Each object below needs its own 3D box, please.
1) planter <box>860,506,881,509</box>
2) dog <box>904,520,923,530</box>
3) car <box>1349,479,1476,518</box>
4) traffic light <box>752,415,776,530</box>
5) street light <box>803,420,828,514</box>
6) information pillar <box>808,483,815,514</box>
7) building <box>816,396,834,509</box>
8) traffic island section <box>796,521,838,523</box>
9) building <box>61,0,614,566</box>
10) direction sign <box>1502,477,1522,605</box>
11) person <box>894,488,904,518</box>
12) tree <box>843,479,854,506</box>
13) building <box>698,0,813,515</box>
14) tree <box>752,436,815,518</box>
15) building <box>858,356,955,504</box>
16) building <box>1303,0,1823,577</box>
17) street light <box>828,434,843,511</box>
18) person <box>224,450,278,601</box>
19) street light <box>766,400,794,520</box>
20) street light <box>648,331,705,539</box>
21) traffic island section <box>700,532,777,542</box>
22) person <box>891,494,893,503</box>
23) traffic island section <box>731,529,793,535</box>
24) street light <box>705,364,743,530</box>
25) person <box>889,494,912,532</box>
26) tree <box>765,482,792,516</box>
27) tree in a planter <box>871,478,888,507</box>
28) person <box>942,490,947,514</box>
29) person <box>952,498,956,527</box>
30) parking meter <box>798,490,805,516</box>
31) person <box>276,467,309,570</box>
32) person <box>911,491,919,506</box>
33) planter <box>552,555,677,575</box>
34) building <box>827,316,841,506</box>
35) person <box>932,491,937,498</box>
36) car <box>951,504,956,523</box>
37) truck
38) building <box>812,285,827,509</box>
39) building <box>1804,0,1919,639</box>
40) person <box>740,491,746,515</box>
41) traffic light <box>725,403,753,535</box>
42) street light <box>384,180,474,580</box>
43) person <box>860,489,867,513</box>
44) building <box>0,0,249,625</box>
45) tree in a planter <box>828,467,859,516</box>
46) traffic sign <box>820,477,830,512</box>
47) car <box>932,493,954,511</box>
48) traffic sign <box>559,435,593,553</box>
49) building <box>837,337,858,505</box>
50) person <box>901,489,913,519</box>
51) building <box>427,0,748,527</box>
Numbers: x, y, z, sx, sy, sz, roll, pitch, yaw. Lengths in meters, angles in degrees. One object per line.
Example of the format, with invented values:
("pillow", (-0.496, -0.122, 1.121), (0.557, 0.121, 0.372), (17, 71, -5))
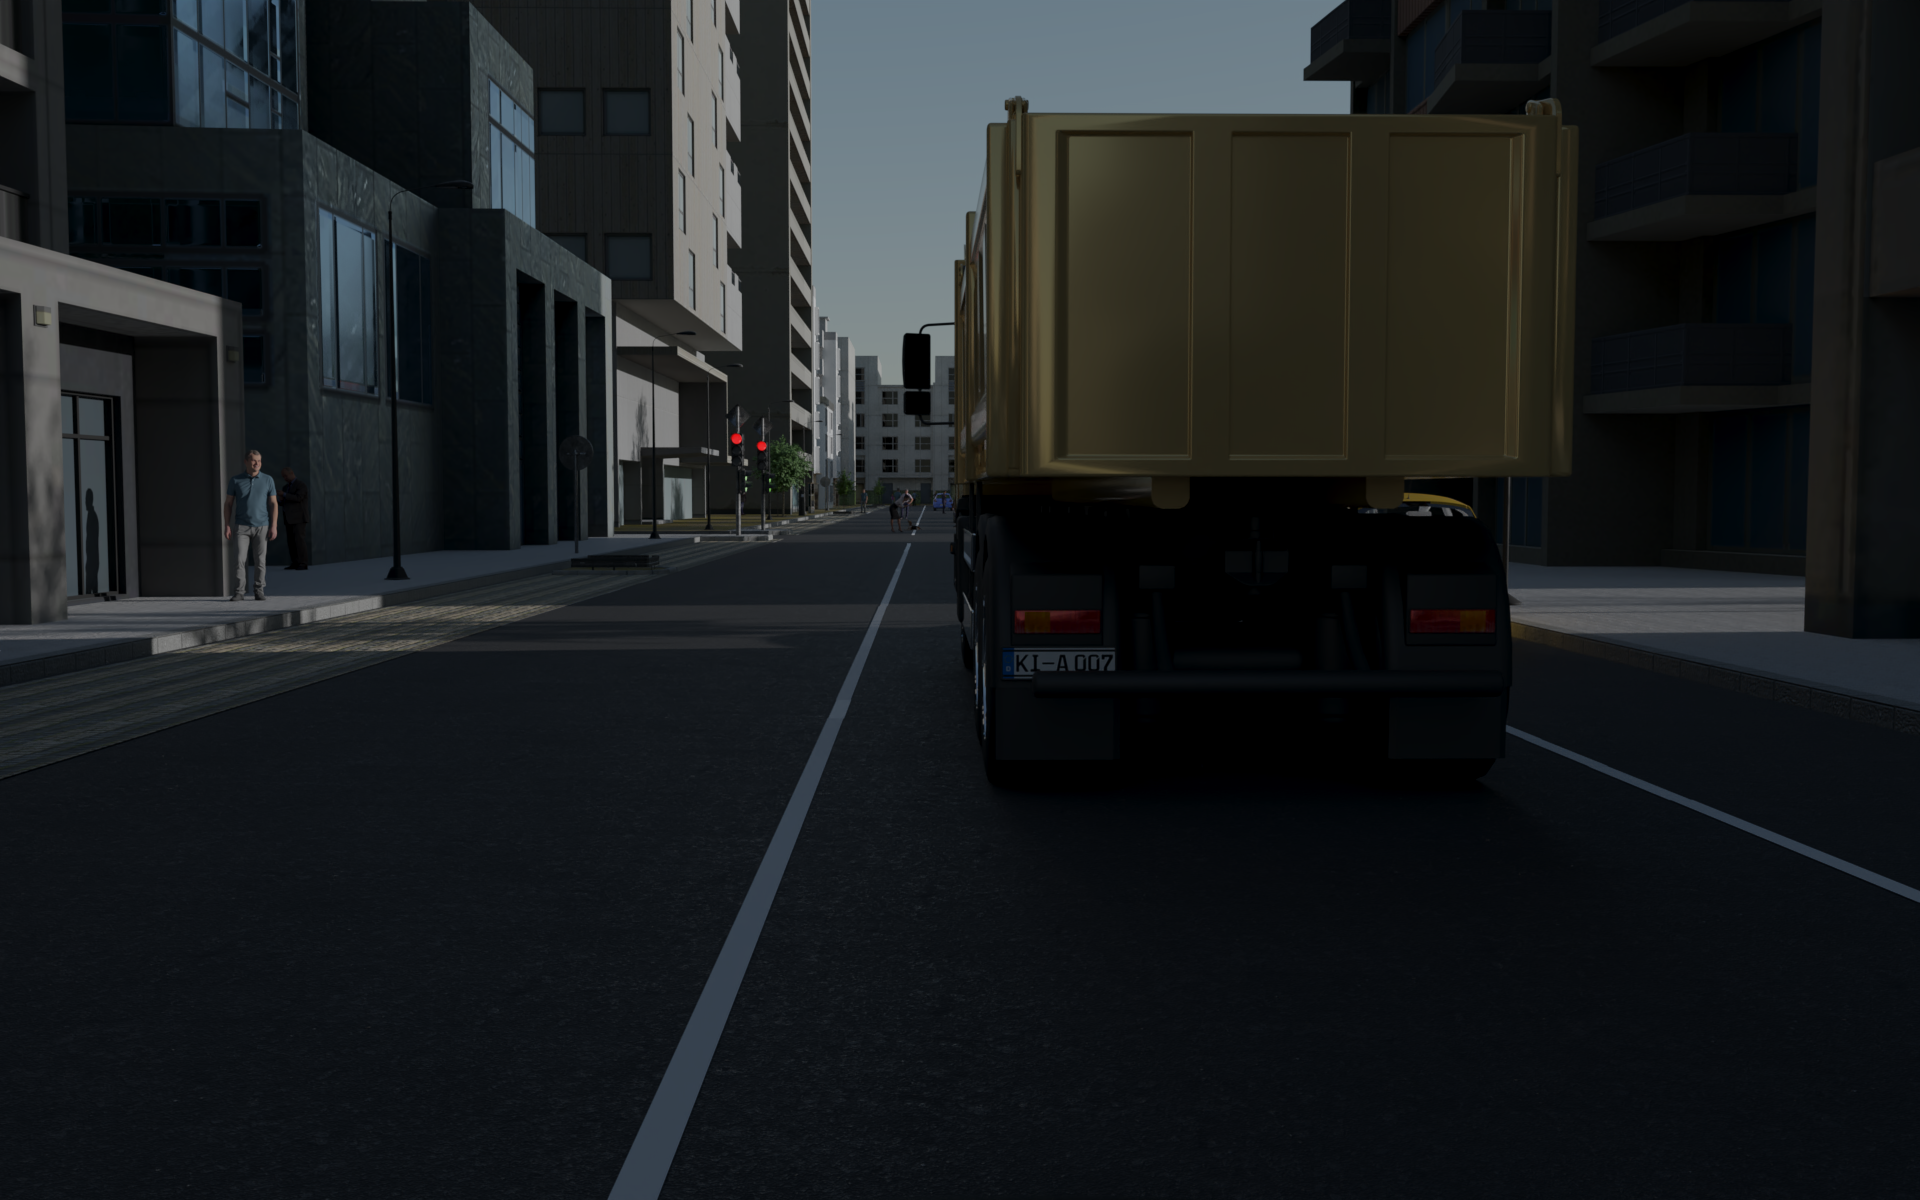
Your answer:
("planter", (-8.458, -8.708, 163.507), (1.991, 0.319, 1.994), (0, 4, -1))
("dog", (-1.813, -2.965, 68.670), (0.748, 0.427, 0.550), (2, 4, 23))
("car", (4.335, -0.484, 18.137), (2.015, 1.641, 3.980), (0, 4, -1))
("traffic light", (-6.993, -4.444, 61.582), (0.839, 4.253, 0.868), (0, 4, -1))
("street light", (-9.297, -8.358, 109.193), (1.470, 5.913, 1.316), (0, 4, -1))
("information pillar", (-9.792, -6.703, 114.080), (0.304, 2.012, 0.304), (-3, 5, -44))
("building", (-16.344, -13.491, 162.724), (9.099, 9.664, 28.070), (0, 4, -1))
("traffic island section", (-7.132, -3.895, 86.546), (1.991, 0.108, 1.994), (0, 4, -1))
("building", (-25.778, -44.387, 38.396), (31.000, 86.520, 22.319), (0, 4, -1))
("direction sign", (6.328, -1.714, 20.017), (0.379, 3.537, 0.876), (0, 4, -2))
("person", (-3.642, -5.793, 103.343), (0.434, 1.807, 0.598), (-3, 5, -45))
("tree", (-12.574, -12.100, 192.440), (1.663, 3.219, 1.824), (0, 3, 0))
("building", (-21.369, -30.152, 116.687), (21.300, 48.544, 21.600), (0, 4, -1))
("tree", (-9.674, -6.816, 95.155), (4.285, 4.588, 4.351), (0, 3, 0))
("building", (-3.305, -22.223, 229.801), (31.486, 18.905, 16.747), (0, 4, -1))
("building", (19.843, -23.430, 37.711), (22.147, 44.769, 28.867), (0, 4, -1))
("street light", (-9.694, -9.844, 133.490), (1.470, 5.913, 1.316), (0, 4, -1))
("person", (-8.540, -0.897, 20.843), (0.598, 1.807, 0.434), (-1, 4, -14))
("street light", (-8.888, -6.911, 85.541), (1.470, 5.913, 1.316), (0, 4, -1))
("street light", (-8.206, -4.705, 49.461), (1.470, 5.913, 1.316), (0, 4, -1))
("traffic island section", (-6.896, -1.924, 53.733), (2.009, 0.180, 2.903), (0, 4, -1))
("person", (-7.834, -11.677, 202.648), (0.599, 1.433, 0.991), (1, 4, 16))
("traffic island section", (-7.034, -2.412, 61.716), (2.009, 0.180, 2.903), (0, 4, -1))
("street light", (-8.451, -5.465, 61.889), (1.470, 5.913, 1.316), (0, 4, -1))
("person", (-2.250, -3.265, 65.077), (0.799, 1.438, 0.628), (-1, 4, -13))
("tree", (-10.466, -6.414, 99.462), (1.663, 3.219, 1.824), (0, 3, 0))
("tree in a planter", (-8.926, -11.813, 190.358), (1.991, 3.239, 1.994), (0, 4, -1))
("person", (-1.159, -7.175, 126.725), (0.530, 1.710, 0.541), (3, 4, 38))
("person", (-0.040, -3.997, 74.408), (0.434, 1.755, 0.990), (-3, 4, -37))
("parking meter", (-9.401, -5.773, 102.794), (0.372, 1.533, 0.369), (0, 3, 0))
("person", (-11.298, -1.379, 29.278), (0.565, 1.739, 0.600), (0, 4, 7))
("person", (-5.522, -12.217, 208.236), (1.348, 1.826, 0.705), (-2, 4, -32))
("planter", (-6.189, -0.626, 31.370), (1.991, 0.319, 1.994), (0, 4, -1))
("building", (-20.575, -19.929, 182.250), (16.016, 20.091, 11.380), (0, 4, -1))
("person", (-2.936, -12.113, 207.070), (1.217, 1.766, 0.721), (-1, 4, -18))
("car", (0.534, -4.521, 86.502), (1.945, 1.354, 3.894), (0, 4, -1))
("truck", (1.284, -0.997, 12.232), (3.469, 3.379, 9.791), (0, 4, -1))
("building", (-19.524, -17.493, 142.431), (16.016, 20.091, 11.380), (0, 4, -1))
("building", (18.710, -23.284, 4.400), (21.300, 48.544, 21.600), (0, 4, -1))
("person", (-13.108, -5.971, 104.493), (0.431, 1.722, 0.655), (1, 4, 8))
("traffic light", (-6.856, -3.956, 53.599), (0.839, 4.253, 0.868), (0, 4, -1))
("street light", (-7.901, -3.258, 25.807), (1.470, 5.913, 1.316), (0, 4, -1))
("person", (-7.285, -7.445, 130.361), (0.598, 1.807, 0.434), (2, 4, 34))
("building", (-19.320, -35.308, 15.539), (20.563, 71.187, 20.611), (0, 4, -1))
("tree in a planter", (-7.608, -7.105, 113.390), (1.991, 3.239, 1.994), (0, 4, -1))
("traffic sign", (-9.842, -7.730, 126.491), (0.768, 2.556, 0.104), (0, 4, 4))
("car", (-1.433, -8.521, 148.906), (1.945, 1.707, 3.694), (0, 4, 0))
("traffic sign", (-8.305, -2.284, 37.445), (0.768, 2.556, 0.104), (0, 4, 5))
("building", (-28.401, -20.583, 202.992), (31.486, 18.905, 16.747), (0, 4, -1))
("person", (-3.098, -5.466, 98.813), (0.756, 1.711, 0.436), (1, 4, 19))
("building", (-24.440, -29.845, 77.205), (28.713, 52.752, 27.495), (0, 4, -1))
